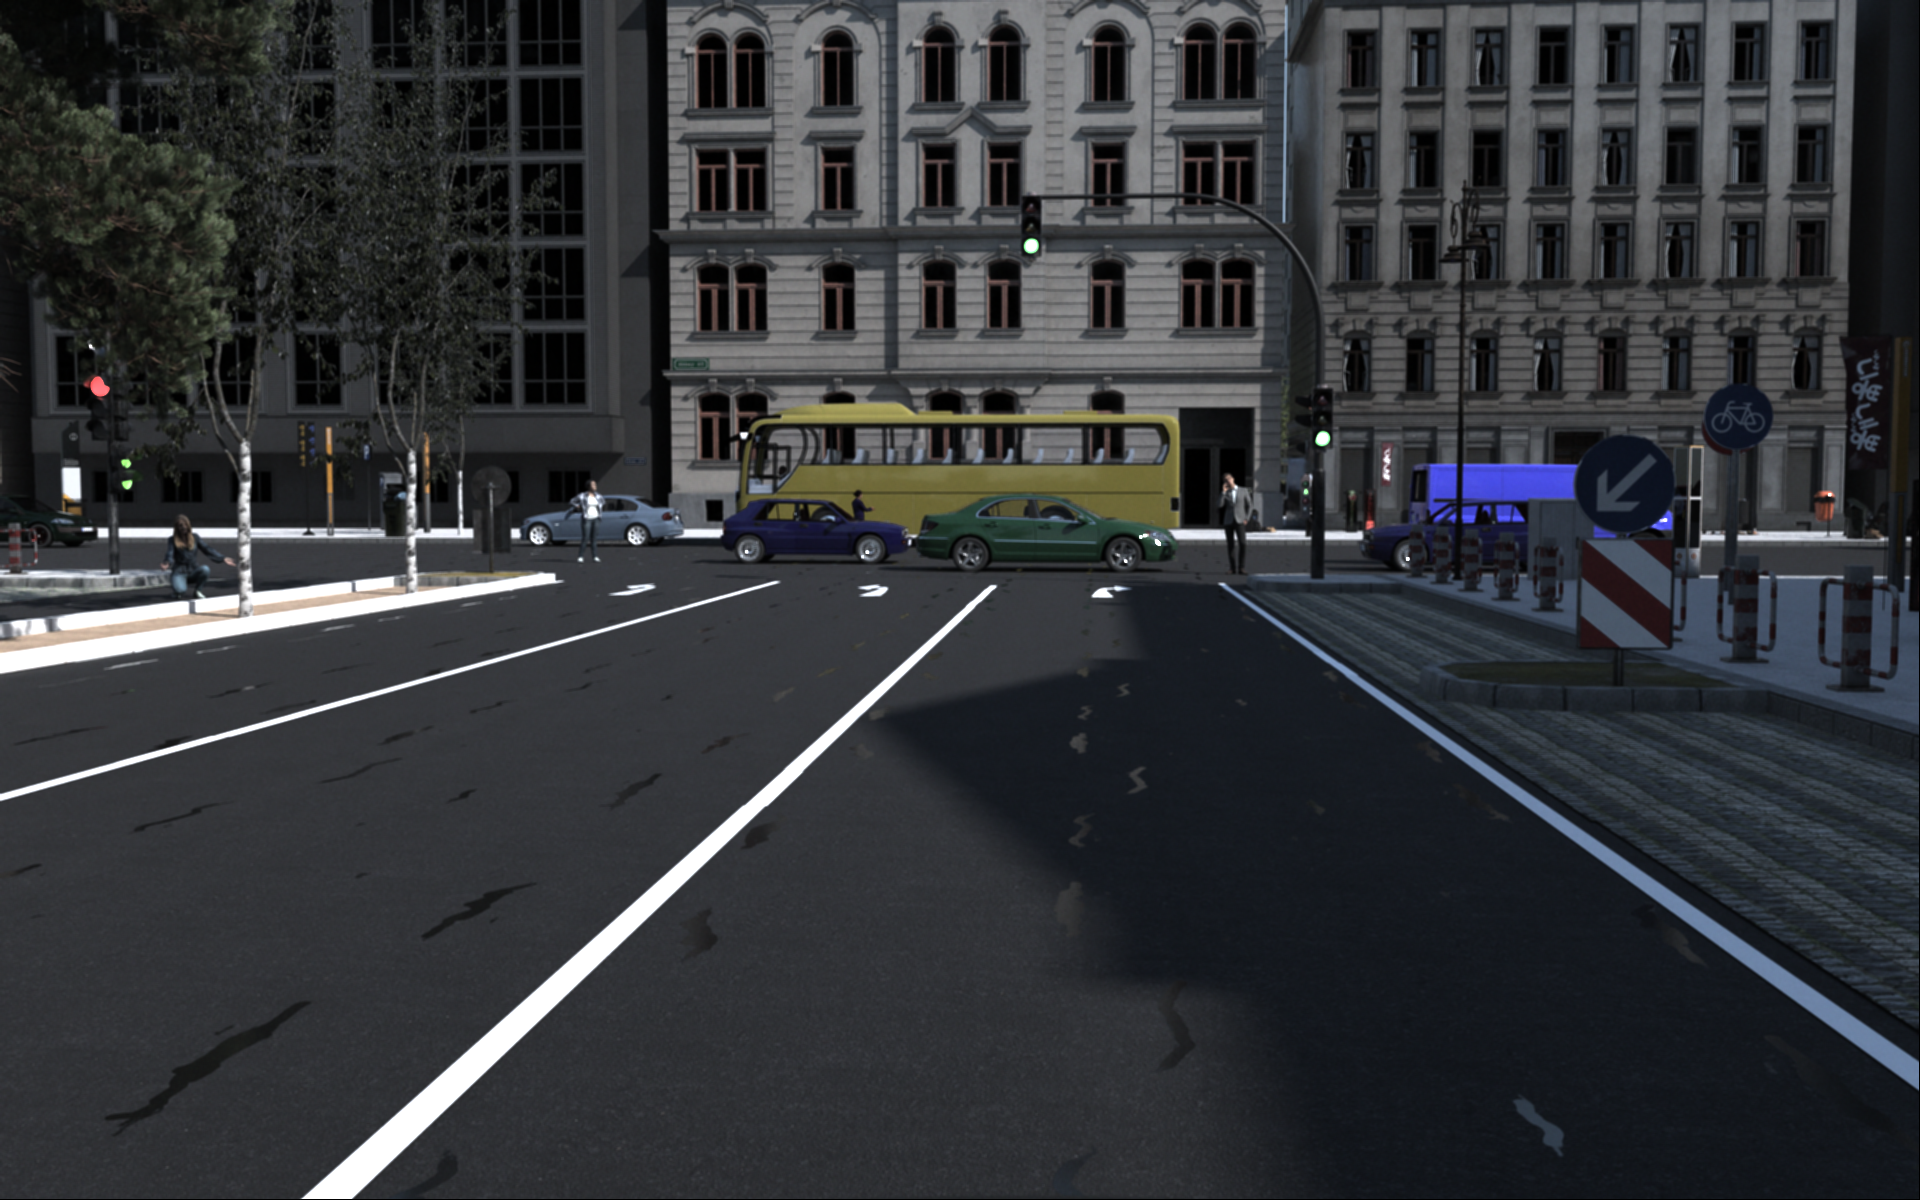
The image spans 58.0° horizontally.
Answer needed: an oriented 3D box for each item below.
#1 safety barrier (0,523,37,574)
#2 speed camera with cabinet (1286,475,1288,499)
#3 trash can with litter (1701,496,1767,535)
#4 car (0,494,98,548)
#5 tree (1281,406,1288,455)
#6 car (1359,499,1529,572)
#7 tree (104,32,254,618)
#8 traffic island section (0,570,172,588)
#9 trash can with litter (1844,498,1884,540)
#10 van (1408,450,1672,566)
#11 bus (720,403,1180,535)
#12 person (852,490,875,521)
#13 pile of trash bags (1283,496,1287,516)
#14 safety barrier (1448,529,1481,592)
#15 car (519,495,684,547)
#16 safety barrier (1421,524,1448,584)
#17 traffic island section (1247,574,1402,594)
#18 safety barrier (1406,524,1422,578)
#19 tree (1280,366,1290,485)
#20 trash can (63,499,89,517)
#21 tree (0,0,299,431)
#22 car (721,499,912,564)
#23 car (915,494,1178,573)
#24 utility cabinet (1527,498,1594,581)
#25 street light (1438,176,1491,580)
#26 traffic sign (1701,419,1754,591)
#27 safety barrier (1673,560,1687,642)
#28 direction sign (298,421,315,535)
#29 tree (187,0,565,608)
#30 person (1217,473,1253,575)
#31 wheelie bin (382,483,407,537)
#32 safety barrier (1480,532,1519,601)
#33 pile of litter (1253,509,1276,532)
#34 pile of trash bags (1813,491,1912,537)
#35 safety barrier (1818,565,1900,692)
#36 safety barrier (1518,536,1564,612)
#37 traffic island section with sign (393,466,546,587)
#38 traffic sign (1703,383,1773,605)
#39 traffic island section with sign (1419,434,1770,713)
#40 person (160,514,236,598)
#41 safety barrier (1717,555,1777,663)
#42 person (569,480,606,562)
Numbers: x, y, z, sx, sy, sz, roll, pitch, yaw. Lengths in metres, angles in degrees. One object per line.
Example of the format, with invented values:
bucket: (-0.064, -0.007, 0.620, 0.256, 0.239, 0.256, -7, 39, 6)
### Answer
safety barrier: (-15.119, -0.822, 27.714, 0.300, 0.817, 1.120, 0, 4, 4)
speed camera with cabinet: (16.222, -5.279, 80.641, 2.038, 3.252, 0.660, -1, 4, -17)
trash can with litter: (24.353, -2.686, 54.967, 2.233, 1.210, 1.678, 2, 4, 31)
car: (-25.614, -2.267, 46.856, 4.222, 1.686, 2.009, 0, 4, 4)
tree: (22.219, -9.697, 108.905, 4.360, 8.622, 3.978, 0, 3, 0)
car: (9.516, -1.216, 32.459, 3.894, 1.354, 1.945, 0, 4, 5)
tree: (-8.244, -4.108, 19.982, 4.360, 8.622, 3.978, 0, 3, 0)
traffic island section: (-13.552, -0.334, 27.739, 2.009, 0.180, 2.903, 0, 4, 4)
trash can with litter: (25.647, -2.305, 49.081, 0.624, 1.170, 1.055, -2, 4, -31)
van: (11.863, -1.890, 35.284, 5.245, 2.365, 2.240, 0, 4, 3)
bus: (-0.223, -3.418, 47.435, 12.252, 3.916, 2.896, 0, 4, 3)
person: (-2.559, -2.104, 45.275, 0.453, 1.535, 0.546, 2, 4, 32)
pile of trash bags: (18.465, -5.573, 100.868, 1.912, 1.369, 3.447, 2, 4, 35)
safety barrier: (6.733, -0.522, 22.813, 0.300, 0.817, 1.120, 0, 4, 4)
car: (-9.923, -2.198, 47.933, 4.499, 1.417, 2.014, 0, 4, 6)
safety barrier: (6.882, -0.639, 24.724, 0.300, 0.817, 1.120, 0, 4, 4)
traffic island section: (5.433, -0.244, 26.277, 2.009, 0.180, 2.903, 0, 4, 4)
safety barrier: (7.027, -0.756, 26.636, 0.300, 0.817, 1.120, 0, 4, 4)
tree: (16.999, -8.878, 95.511, 4.737, 8.622, 4.395, 0, 3, 0)
trash can: (-27.082, -2.533, 53.071, 0.748, 1.137, 0.748, 0, 3, 0)
tree: (-8.718, -5.489, 14.251, 6.751, 12.117, 7.091, 0, 3, 0)
car: (-2.973, -1.445, 36.204, 3.894, 1.354, 1.945, 0, 4, 3)
car: (1.624, -1.270, 32.569, 4.920, 1.459, 2.131, 0, 4, 5)
utility cabinet: (8.997, -0.902, 25.912, 1.020, 1.237, 0.306, -1, 4, -22)
street light: (7.426, -3.233, 25.645, 0.468, 5.910, 1.993, 0, 4, 4)
traffic sign: (10.153, -1.391, 22.854, 0.768, 2.556, 0.104, 1, 4, 10)
safety barrier: (6.139, -0.052, 15.130, 0.300, 0.817, 1.120, 0, 4, 4)
direction sign: (-20.385, -3.798, 54.100, 0.379, 3.537, 0.876, 1, 4, 11)
tree: (-7.732, -4.378, 24.407, 4.360, 8.622, 3.978, 0, 3, 0)
person: (4.911, -1.361, 30.941, 0.592, 1.802, 0.473, 2, 4, 33)
wheelie bin: (-16.793, -2.679, 51.703, 0.980, 1.594, 0.693, 1, 4, 12)
safety barrier: (6.589, -0.405, 20.890, 0.300, 0.817, 1.120, 0, 4, 4)
pile of litter: (10.121, -2.742, 58.800, 1.176, 0.858, 1.719, 0, 4, 1)
pile of trash bags: (27.489, -2.607, 52.382, 3.447, 1.369, 1.912, 0, 4, -5)
safety barrier: (5.848, 0.182, 11.293, 0.300, 0.817, 1.120, 0, 4, 4)
safety barrier: (6.439, -0.287, 18.962, 0.300, 0.817, 1.120, 0, 4, 4)
traffic island section with sign: (-7.656, -1.186, 27.521, 2.006, 1.907, 1.989, 0, 4, 4)
traffic sign: (8.959, -1.218, 20.024, 0.768, 2.556, 0.104, 0, 4, 7)
traffic island section with sign: (4.362, -0.223, 12.275, 1.989, 1.847, 2.006, 0, 4, 4)
person: (-10.505, -0.599, 23.791, 1.012, 1.151, 0.738, -2, 4, -34)
safety barrier: (5.992, 0.065, 13.209, 0.300, 0.817, 1.120, 0, 4, 4)
person: (-7.795, -1.666, 36.465, 0.841, 1.734, 0.376, -2, 4, -35)
